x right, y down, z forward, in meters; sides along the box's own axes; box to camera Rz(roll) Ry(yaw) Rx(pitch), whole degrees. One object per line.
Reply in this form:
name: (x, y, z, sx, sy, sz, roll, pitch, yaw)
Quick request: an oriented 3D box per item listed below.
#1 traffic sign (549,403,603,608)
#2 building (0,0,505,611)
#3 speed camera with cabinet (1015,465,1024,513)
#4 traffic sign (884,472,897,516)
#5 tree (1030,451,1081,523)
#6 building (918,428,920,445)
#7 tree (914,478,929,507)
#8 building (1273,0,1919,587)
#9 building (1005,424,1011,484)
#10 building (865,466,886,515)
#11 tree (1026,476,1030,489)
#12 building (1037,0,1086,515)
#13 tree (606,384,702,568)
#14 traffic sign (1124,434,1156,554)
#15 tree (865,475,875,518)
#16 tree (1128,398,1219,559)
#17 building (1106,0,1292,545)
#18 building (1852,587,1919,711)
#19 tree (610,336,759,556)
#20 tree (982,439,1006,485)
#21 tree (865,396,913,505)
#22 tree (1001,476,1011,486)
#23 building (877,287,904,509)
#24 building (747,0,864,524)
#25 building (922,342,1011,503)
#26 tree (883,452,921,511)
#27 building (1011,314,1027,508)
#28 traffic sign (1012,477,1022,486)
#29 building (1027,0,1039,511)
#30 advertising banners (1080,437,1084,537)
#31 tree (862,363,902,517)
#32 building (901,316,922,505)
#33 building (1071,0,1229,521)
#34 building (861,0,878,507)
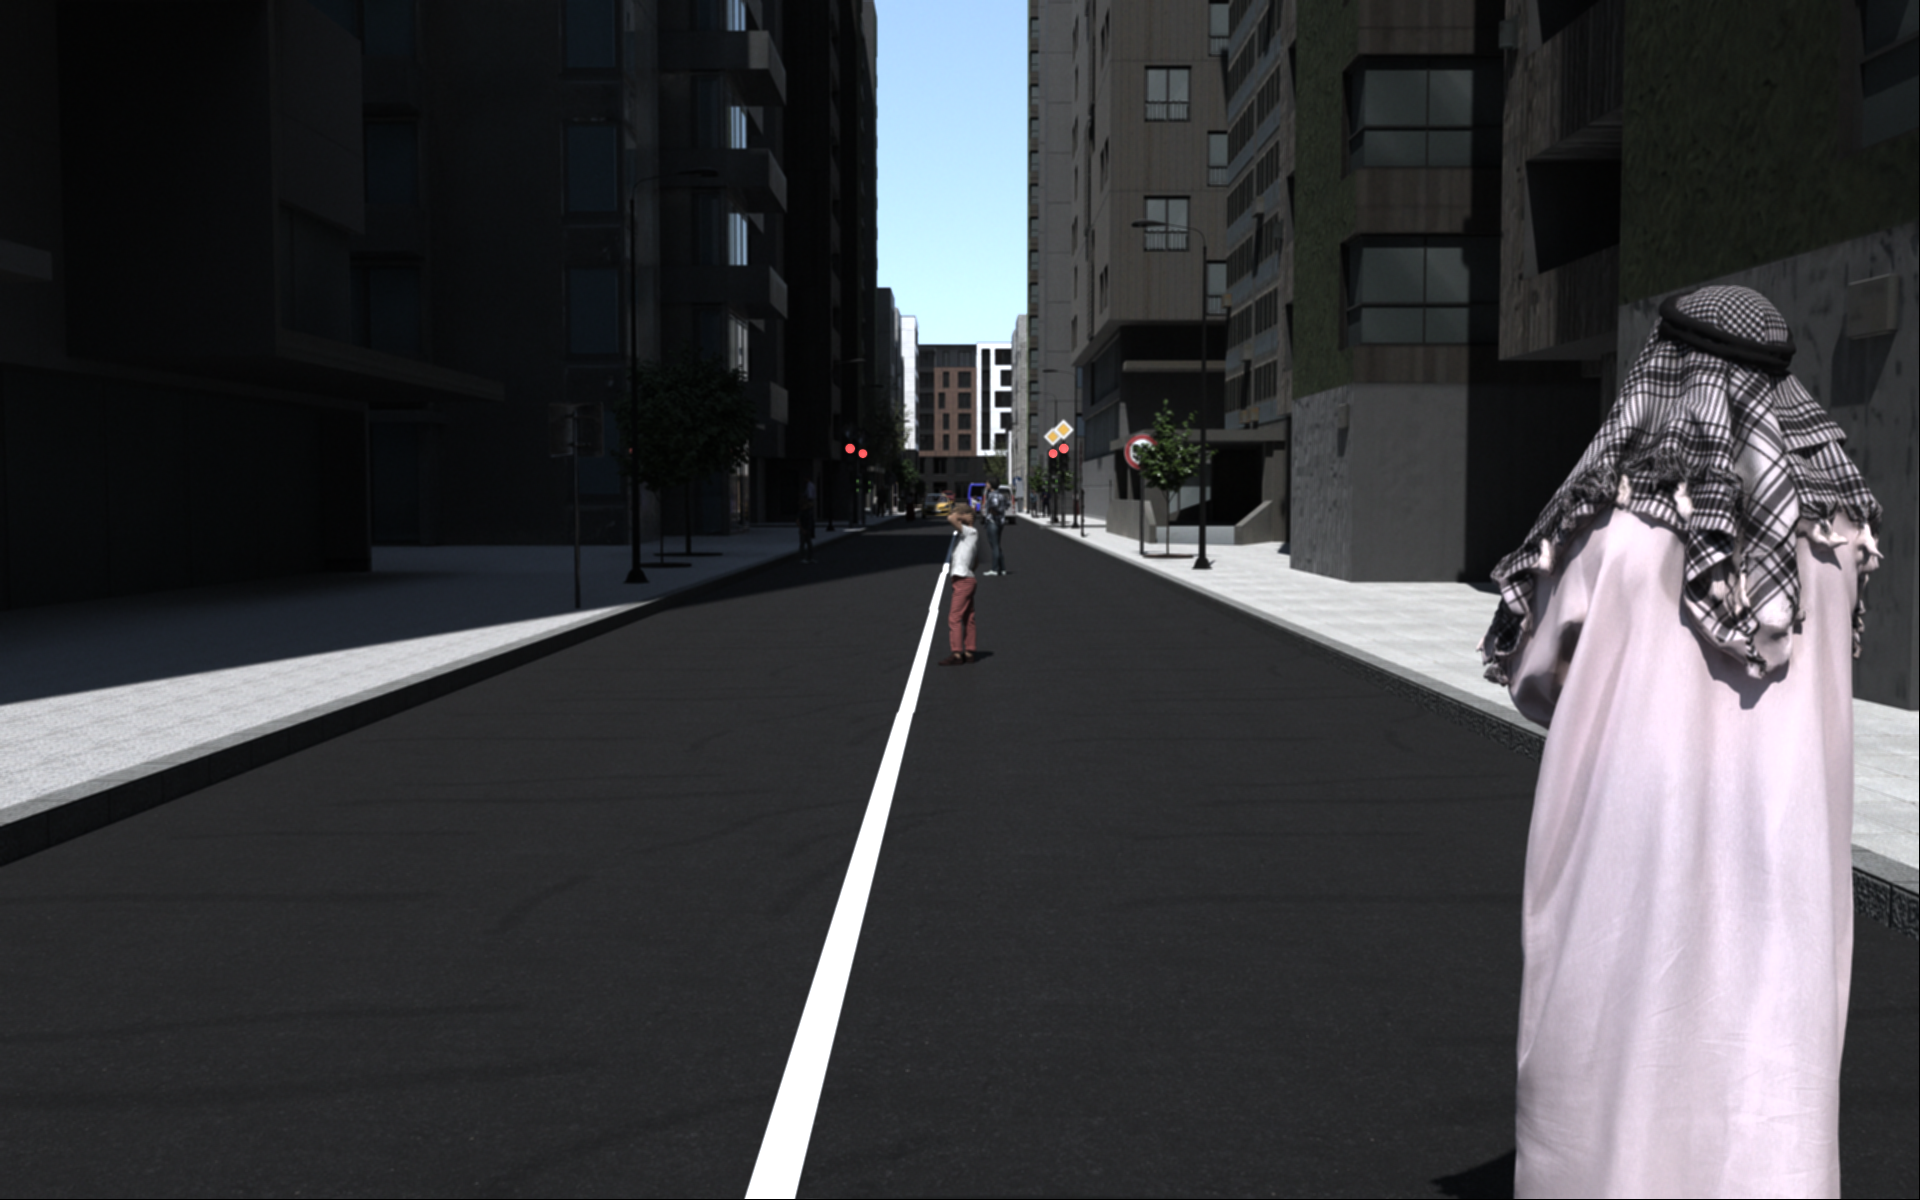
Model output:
traffic sign: (-4.295, -1.056, 19.402, 0.606, 2.300, 0.079, 0, 4, 4)
building: (-20.881, -25.946, 13.450, 28.713, 52.752, 27.495, 0, 4, 0)
speed camera with cabinet: (4.126, -7.710, 120.393, 0.660, 3.252, 2.038, 0, 4, 1)
traffic sign: (-4.076, -6.203, 101.530, 0.768, 2.556, 0.104, 0, 4, 8)
tree: (4.327, -5.009, 76.492, 1.663, 3.219, 1.824, 0, 3, 0)
building: (-19.199, -16.945, 219.202, 28.070, 9.664, 9.099, 0, 4, 0)
tree: (-4.000, -11.148, 176.863, 1.663, 3.219, 1.824, 0, 3, 0)
building: (12.723, -15.862, 31.042, 14.160, 30.474, 14.107, 0, 4, 0)
building: (10.326, -16.307, 208.766, 9.099, 9.664, 28.070, 0, 4, 0)
building: (-21.267, -25.713, 112.289, 32.217, 40.220, 23.993, 0, 4, 0)
tree: (4.437, -6.329, 98.088, 1.663, 3.219, 1.824, 0, 3, 0)
building: (15.883, -35.281, 118.837, 21.231, 58.520, 28.212, 0, 4, 0)
tree: (-5.390, -2.194, 30.474, 1.663, 3.219, 1.824, 0, 3, 0)
traffic sign: (3.870, -2.244, 36.794, 0.768, 2.556, 0.104, 0, 4, 4)
tree: (-5.602, -5.959, 92.028, 1.663, 3.219, 1.824, 0, 3, 0)
tree: (4.111, -2.469, 34.968, 1.663, 3.219, 1.824, 0, 3, 0)
building: (21.035, -21.933, 50.478, 32.217, 40.220, 23.993, 0, 4, 0)
building: (12.660, -14.950, 16.137, 14.160, 30.474, 14.107, 0, 4, 0)
tree: (-5.705, -3.216, 36.295, 4.285, 4.588, 4.351, 0, 3, 0)
tree: (5.086, -16.844, 225.763, 4.737, 8.622, 4.395, 0, 3, 0)
tree: (-5.430, -10.946, 129.322, 4.737, 8.622, 4.395, 0, 3, 0)
tree: (4.696, -11.637, 184.860, 1.663, 3.219, 1.824, 0, 3, 0)
building: (-14.230, -18.208, 164.153, 16.747, 18.905, 31.486, 0, 4, 0)
building: (-11.904, -18.854, 79.959, 14.160, 30.474, 14.107, 0, 4, 0)
building: (0.108, -24.633, 246.730, 32.646, 21.610, 27.936, 0, 4, 0)
tree: (-4.713, -9.271, 135.300, 4.285, 4.588, 4.351, 0, 3, 0)
building: (14.083, -19.100, 178.749, 16.747, 18.905, 31.486, 0, 4, 0)
traffic sign: (4.182, -7.674, 125.575, 0.768, 2.556, 0.104, 0, 4, 4)
building: (12.420, -27.954, 140.636, 14.154, 41.232, 14.086, 0, 4, 0)
advertising banners: (3.697, -3.442, 52.457, 0.090, 3.025, 2.074, 0, 4, 2)
tree: (-5.044, -8.975, 97.103, 4.360, 8.622, 3.978, 0, 3, 0)
building: (-19.048, -21.544, 196.218, 27.936, 21.610, 32.646, 0, 4, 0)
building: (19.303, -30.363, 85.667, 27.495, 52.752, 28.713, 0, 4, 0)
building: (-13.973, -27.867, 139.222, 14.154, 41.232, 14.086, 0, 4, 0)
